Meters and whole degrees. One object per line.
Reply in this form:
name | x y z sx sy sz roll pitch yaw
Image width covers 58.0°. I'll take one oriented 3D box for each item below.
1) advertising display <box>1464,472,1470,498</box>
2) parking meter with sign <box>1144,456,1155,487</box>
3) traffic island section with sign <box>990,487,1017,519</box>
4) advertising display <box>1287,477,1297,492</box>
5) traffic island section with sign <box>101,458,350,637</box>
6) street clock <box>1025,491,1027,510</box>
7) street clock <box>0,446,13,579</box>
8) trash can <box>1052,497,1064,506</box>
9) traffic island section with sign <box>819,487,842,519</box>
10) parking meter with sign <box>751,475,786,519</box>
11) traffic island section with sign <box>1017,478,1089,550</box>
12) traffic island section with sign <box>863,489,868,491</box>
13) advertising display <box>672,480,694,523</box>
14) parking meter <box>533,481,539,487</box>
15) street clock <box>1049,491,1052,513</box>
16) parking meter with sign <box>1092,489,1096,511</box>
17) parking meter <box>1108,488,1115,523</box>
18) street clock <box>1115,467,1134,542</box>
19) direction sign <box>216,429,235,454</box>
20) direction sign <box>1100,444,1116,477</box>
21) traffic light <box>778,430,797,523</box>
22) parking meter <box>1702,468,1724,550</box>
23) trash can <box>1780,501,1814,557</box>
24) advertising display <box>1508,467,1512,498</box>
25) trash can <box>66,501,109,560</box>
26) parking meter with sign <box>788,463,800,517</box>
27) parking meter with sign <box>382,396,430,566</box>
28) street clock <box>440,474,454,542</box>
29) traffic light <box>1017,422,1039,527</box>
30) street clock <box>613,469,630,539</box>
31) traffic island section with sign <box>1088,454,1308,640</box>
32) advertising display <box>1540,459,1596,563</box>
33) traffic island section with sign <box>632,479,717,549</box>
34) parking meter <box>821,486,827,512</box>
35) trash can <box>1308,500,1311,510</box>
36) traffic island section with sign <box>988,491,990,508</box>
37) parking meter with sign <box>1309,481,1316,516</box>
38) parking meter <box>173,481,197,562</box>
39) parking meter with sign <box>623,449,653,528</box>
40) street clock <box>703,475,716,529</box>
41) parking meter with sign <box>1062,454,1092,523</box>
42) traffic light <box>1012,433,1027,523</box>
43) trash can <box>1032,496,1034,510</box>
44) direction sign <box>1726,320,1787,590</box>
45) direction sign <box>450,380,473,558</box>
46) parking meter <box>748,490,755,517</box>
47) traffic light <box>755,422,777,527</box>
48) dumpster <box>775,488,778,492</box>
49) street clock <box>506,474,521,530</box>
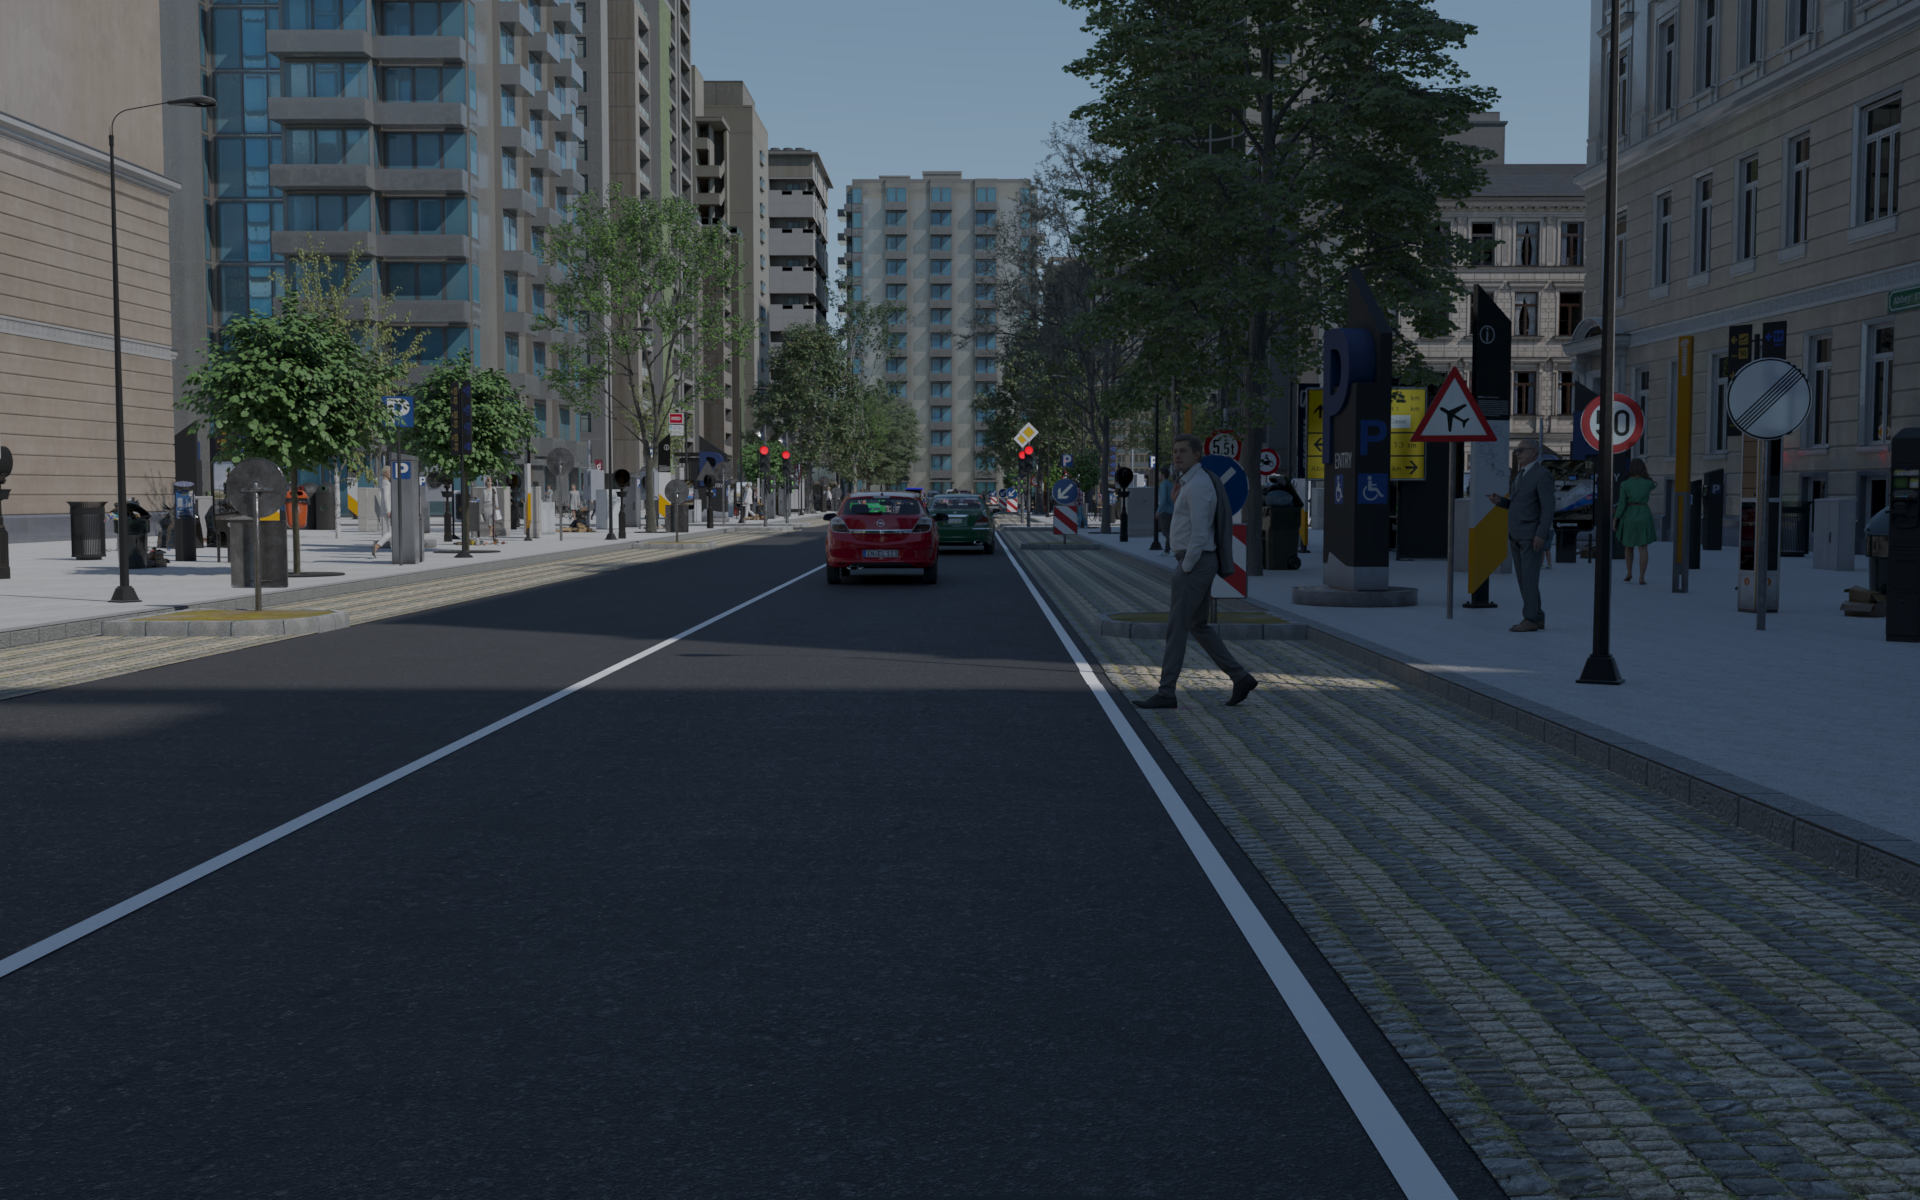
advertising display | 15.258 -2.829 51.464 0.123 1.923 0.974 -2 4 -33
parking meter with sign | 8.187 -5.100 79.646 1.738 3.016 0.543 3 5 42
traffic island section with sign | 2.898 -5.626 100.605 1.989 1.847 2.006 0 4 0
advertising display | 12.331 -3.634 64.636 0.974 1.923 0.123 -2 4 -29
traffic island section with sign | -7.595 -0.588 18.238 1.989 1.847 2.006 0 4 0
street clock | 5.445 -8.405 141.992 0.471 2.002 0.358 2 4 33
street clock | -14.483 -1.317 26.098 0.471 2.002 0.358 2 4 32
trash can | 4.855 -4.450 84.412 0.748 1.137 0.748 0 3 0
traffic island section with sign | -7.126 -5.627 100.630 1.989 1.847 2.006 0 4 0
parking meter with sign | -9.863 -5.676 89.071 1.738 3.016 0.543 0 4 3
traffic island section with sign | 2.574 -2.215 44.849 1.989 1.847 2.006 0 4 0
traffic island section with sign | -6.968 -7.291 127.834 1.989 1.847 2.006 0 4 0
advertising display | -12.237 -4.365 76.584 0.974 1.923 0.123 -1 4 -9
parking meter | -19.575 -4.543 79.982 0.255 1.863 0.399 -1 4 -9
street clock | 6.095 -6.930 117.882 0.358 2.002 0.471 3 5 39
parking meter with sign | 9.348 -7.901 125.442 0.543 3.016 1.738 2 4 26
parking meter | 6.596 -4.114 75.678 0.372 1.533 0.369 0 3 0
street clock | 4.401 -2.563 46.468 0.471 2.002 0.358 -1 4 -10
direction sign | -22.175 -3.715 52.734 0.876 3.537 0.379 0 4 -4
direction sign | 6.717 -5.311 78.824 0.876 3.537 0.379 -2 4 -31
traffic light | -7.553 -5.309 75.721 0.839 4.253 0.868 0 4 0
parking meter | 17.145 -2.064 39.463 0.399 1.863 0.255 0 3 0
trash can | 17.006 -1.450 35.357 0.748 1.137 0.748 0 3 0
advertising display | 13.057 -2.225 41.585 0.123 1.923 0.974 2 4 31
trash can | -16.947 -1.346 33.664 0.748 1.137 0.748 0 3 0
parking meter with sign | -10.003 -6.254 98.506 1.738 3.016 0.543 0 4 0
parking meter with sign | -10.176 -2.174 31.806 0.543 3.016 1.738 -1 4 -10
street clock | -13.743 -2.561 46.441 0.358 2.002 0.471 0 4 -4
traffic light | 2.661 -4.818 67.693 0.839 4.253 0.868 0 4 0
street clock | -9.708 -2.761 49.712 0.471 2.002 0.358 -1 4 -23
traffic island section with sign | 2.417 -0.564 17.845 1.989 1.847 2.006 0 4 0
advertising display | 11.296 -1.653 32.241 0.974 1.923 0.123 1 4 16
traffic island section with sign | -7.445 -2.250 45.423 1.989 1.847 2.006 0 4 0
parking meter | -9.510 -7.045 120.899 0.399 1.863 0.255 -3 5 -41
trash can | 8.552 -1.981 44.048 0.748 1.137 0.748 0 3 0
traffic island section with sign | 3.056 -7.274 127.560 1.989 1.847 2.006 0 4 0
parking meter with sign | 20.764 -6.448 101.689 0.543 3.016 1.738 -2 4 -25
parking meter | -14.798 -1.508 33.067 0.372 1.533 0.369 0 3 0
parking meter with sign | -12.649 -4.295 66.486 1.738 3.016 0.543 1 4 13
street clock | -9.299 -3.660 64.406 0.471 2.002 0.358 3 5 42
parking meter with sign | 5.139 -4.933 76.915 0.543 3.016 1.738 2 4 30
traffic light | 2.708 -5.306 75.678 0.839 4.253 0.868 0 4 0
trash can | 5.671 -7.675 137.142 0.748 1.137 0.748 0 3 0
direction sign | 10.574 -1.900 23.066 0.379 3.537 0.876 -2 4 -26
direction sign | -10.009 -2.619 34.812 0.379 3.537 0.876 -3 5 -42
parking meter | -11.016 -5.073 91.359 0.372 1.533 0.369 0 3 0
traffic light | -7.600 -4.821 67.736 0.839 4.253 0.868 0 4 0
dumpster | -13.490 -7.460 124.468 1.502 2.255 1.985 0 4 0
street clock | -16.057 -3.529 62.272 0.471 2.002 0.358 0 4 -1
